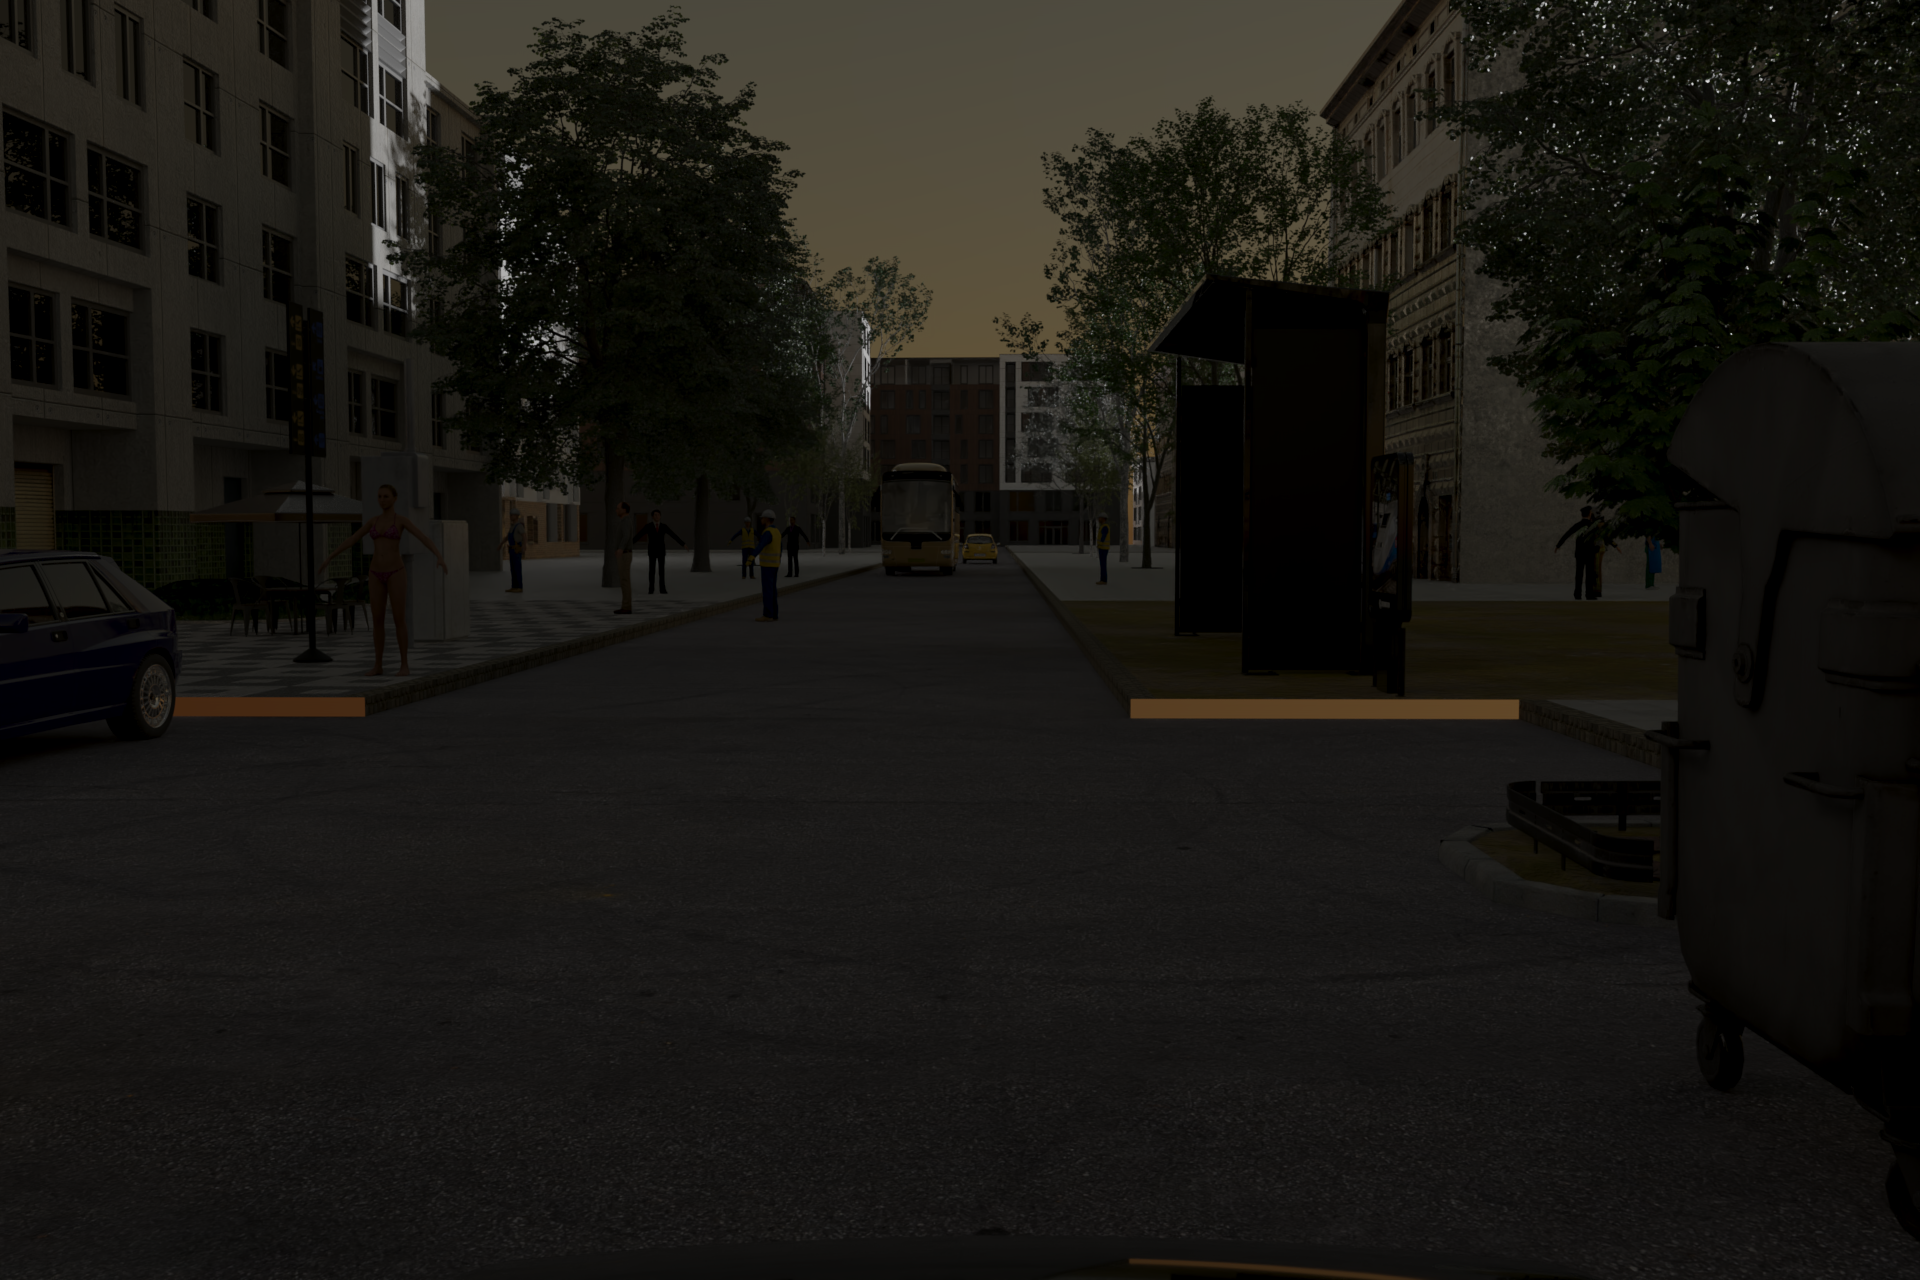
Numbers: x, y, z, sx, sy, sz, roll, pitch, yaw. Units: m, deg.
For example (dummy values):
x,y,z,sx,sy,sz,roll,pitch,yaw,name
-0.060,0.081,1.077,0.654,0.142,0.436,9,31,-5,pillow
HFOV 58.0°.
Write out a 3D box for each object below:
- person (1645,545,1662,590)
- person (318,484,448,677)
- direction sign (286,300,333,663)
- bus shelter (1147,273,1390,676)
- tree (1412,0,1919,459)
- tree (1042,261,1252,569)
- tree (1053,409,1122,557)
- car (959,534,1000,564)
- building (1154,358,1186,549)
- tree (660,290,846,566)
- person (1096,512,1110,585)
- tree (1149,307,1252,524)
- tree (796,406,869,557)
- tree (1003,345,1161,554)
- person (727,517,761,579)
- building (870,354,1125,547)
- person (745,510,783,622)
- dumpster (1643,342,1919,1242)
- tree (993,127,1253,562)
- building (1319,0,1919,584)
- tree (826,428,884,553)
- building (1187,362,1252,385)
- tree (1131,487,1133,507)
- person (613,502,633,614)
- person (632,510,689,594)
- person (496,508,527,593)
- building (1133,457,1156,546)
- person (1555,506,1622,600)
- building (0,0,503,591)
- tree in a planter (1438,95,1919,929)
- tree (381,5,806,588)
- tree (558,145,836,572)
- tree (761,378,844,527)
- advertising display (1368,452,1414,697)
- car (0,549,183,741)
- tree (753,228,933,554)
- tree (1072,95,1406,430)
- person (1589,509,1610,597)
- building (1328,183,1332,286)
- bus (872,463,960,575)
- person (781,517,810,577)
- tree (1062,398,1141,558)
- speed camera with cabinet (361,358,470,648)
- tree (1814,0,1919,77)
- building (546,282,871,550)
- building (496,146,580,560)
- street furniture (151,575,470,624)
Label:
x,y,z,sx,sy,sz,roll,pitch,yaw,name
15.958,-2.063,39.863,0.704,1.817,1.347,2,4,30,person
-5.193,-0.540,15.629,1.217,1.733,0.721,0,4,7,person
-6.508,-1.548,17.311,0.379,3.537,0.876,0,4,1,direction sign
3.144,-1.679,18.742,1.731,3.624,6.357,0,4,1,bus shelter
12.210,-7.328,26.464,9.857,13.997,8.962,0,3,0,tree
7.100,-8.460,64.078,9.928,11.665,9.643,0,3,0,tree
7.511,-9.010,97.678,4.360,8.622,3.978,0,3,0,tree
0.961,-4.535,84.379,2.015,1.641,3.980,0,4,0,car
28.192,-20.165,160.626,19.493,23.208,18.063,0,4,2,building
-8.351,-8.781,69.325,9.928,11.665,9.643,0,3,0,tree
3.602,-2.325,43.986,0.705,1.833,1.349,0,4,4,person
7.472,-6.284,53.108,4.737,8.622,4.395,0,3,0,tree
-7.840,-8.965,96.944,4.360,8.622,3.978,0,3,0,tree
7.938,-12.298,111.441,12.009,13.543,11.850,0,3,0,tree
-6.057,-2.636,49.562,1.216,1.772,0.721,-1,4,-18,person
2.870,-22.184,209.138,32.646,21.610,27.936,0,4,2,building
-3.166,-1.226,28.469,0.705,1.833,1.349,1,4,16,person
2.666,0.262,3.930,1.865,1.857,1.264,0,4,1,dumpster
7.890,-13.676,79.494,12.611,20.169,13.585,0,3,0,tree
22.375,-13.585,53.052,19.493,23.208,18.063,0,4,2,building
-7.421,-10.360,119.746,4.737,8.622,4.395,0,3,0,tree
24.253,-17.723,146.184,16.016,20.090,11.380,0,4,1,building
22.502,-15.692,206.921,4.737,8.622,4.395,0,3,0,tree
-5.422,-1.320,27.846,0.705,1.796,1.348,-1,4,-12,person
-6.493,-1.892,37.117,1.347,1.806,0.705,-1,4,-20,person
-9.787,-1.968,38.037,0.705,1.847,1.347,-3,5,-39,person
24.142,-15.000,187.395,9.099,9.664,28.070,0,4,2,building
12.200,-1.702,33.760,1.347,1.837,0.705,3,5,44,person
-24.558,-10.858,43.986,16.747,18.905,31.486,0,4,1,building
3.083,-0.604,7.097,1.991,3.239,1.994,0,4,2,tree in a planter
-8.452,-8.247,41.492,9.857,13.997,8.962,0,3,0,tree
-8.758,-9.275,58.302,9.857,13.997,8.962,0,3,0,tree
-7.499,-7.847,78.654,4.737,8.622,4.395,0,3,0,tree
3.485,-0.540,14.035,0.123,1.923,0.974,0,4,0,advertising display
-6.512,0.106,10.846,1.945,1.354,3.894,0,4,2,car
-8.799,-15.479,108.965,12.611,20.169,13.585,0,3,0,tree
6.442,-7.004,40.266,9.928,11.665,9.643,0,3,0,tree
12.939,-1.806,35.296,0.705,1.858,1.354,1,4,11,person
24.366,-14.269,89.725,16.016,20.090,11.380,0,4,1,building
-1.369,-4.399,63.473,2.896,3.916,12.252,0,4,1,bus
-4.982,-2.766,51.453,1.346,1.802,0.704,2,4,28,person
7.554,-8.659,91.939,4.737,8.622,4.395,0,3,0,tree
-6.373,-1.589,20.316,0.660,3.252,2.038,0,4,2,speed camera with cabinet
9.668,-4.681,10.943,7.601,10.594,8.767,-2,4,-34,tree
-22.836,-19.100,156.262,27.936,21.610,32.646,0,4,0,building
-26.892,-14.037,85.930,16.016,20.090,11.380,0,4,1,building
-11.349,-0.870,29.846,5.734,0.657,10.072,-1,4,-18,street furniture
